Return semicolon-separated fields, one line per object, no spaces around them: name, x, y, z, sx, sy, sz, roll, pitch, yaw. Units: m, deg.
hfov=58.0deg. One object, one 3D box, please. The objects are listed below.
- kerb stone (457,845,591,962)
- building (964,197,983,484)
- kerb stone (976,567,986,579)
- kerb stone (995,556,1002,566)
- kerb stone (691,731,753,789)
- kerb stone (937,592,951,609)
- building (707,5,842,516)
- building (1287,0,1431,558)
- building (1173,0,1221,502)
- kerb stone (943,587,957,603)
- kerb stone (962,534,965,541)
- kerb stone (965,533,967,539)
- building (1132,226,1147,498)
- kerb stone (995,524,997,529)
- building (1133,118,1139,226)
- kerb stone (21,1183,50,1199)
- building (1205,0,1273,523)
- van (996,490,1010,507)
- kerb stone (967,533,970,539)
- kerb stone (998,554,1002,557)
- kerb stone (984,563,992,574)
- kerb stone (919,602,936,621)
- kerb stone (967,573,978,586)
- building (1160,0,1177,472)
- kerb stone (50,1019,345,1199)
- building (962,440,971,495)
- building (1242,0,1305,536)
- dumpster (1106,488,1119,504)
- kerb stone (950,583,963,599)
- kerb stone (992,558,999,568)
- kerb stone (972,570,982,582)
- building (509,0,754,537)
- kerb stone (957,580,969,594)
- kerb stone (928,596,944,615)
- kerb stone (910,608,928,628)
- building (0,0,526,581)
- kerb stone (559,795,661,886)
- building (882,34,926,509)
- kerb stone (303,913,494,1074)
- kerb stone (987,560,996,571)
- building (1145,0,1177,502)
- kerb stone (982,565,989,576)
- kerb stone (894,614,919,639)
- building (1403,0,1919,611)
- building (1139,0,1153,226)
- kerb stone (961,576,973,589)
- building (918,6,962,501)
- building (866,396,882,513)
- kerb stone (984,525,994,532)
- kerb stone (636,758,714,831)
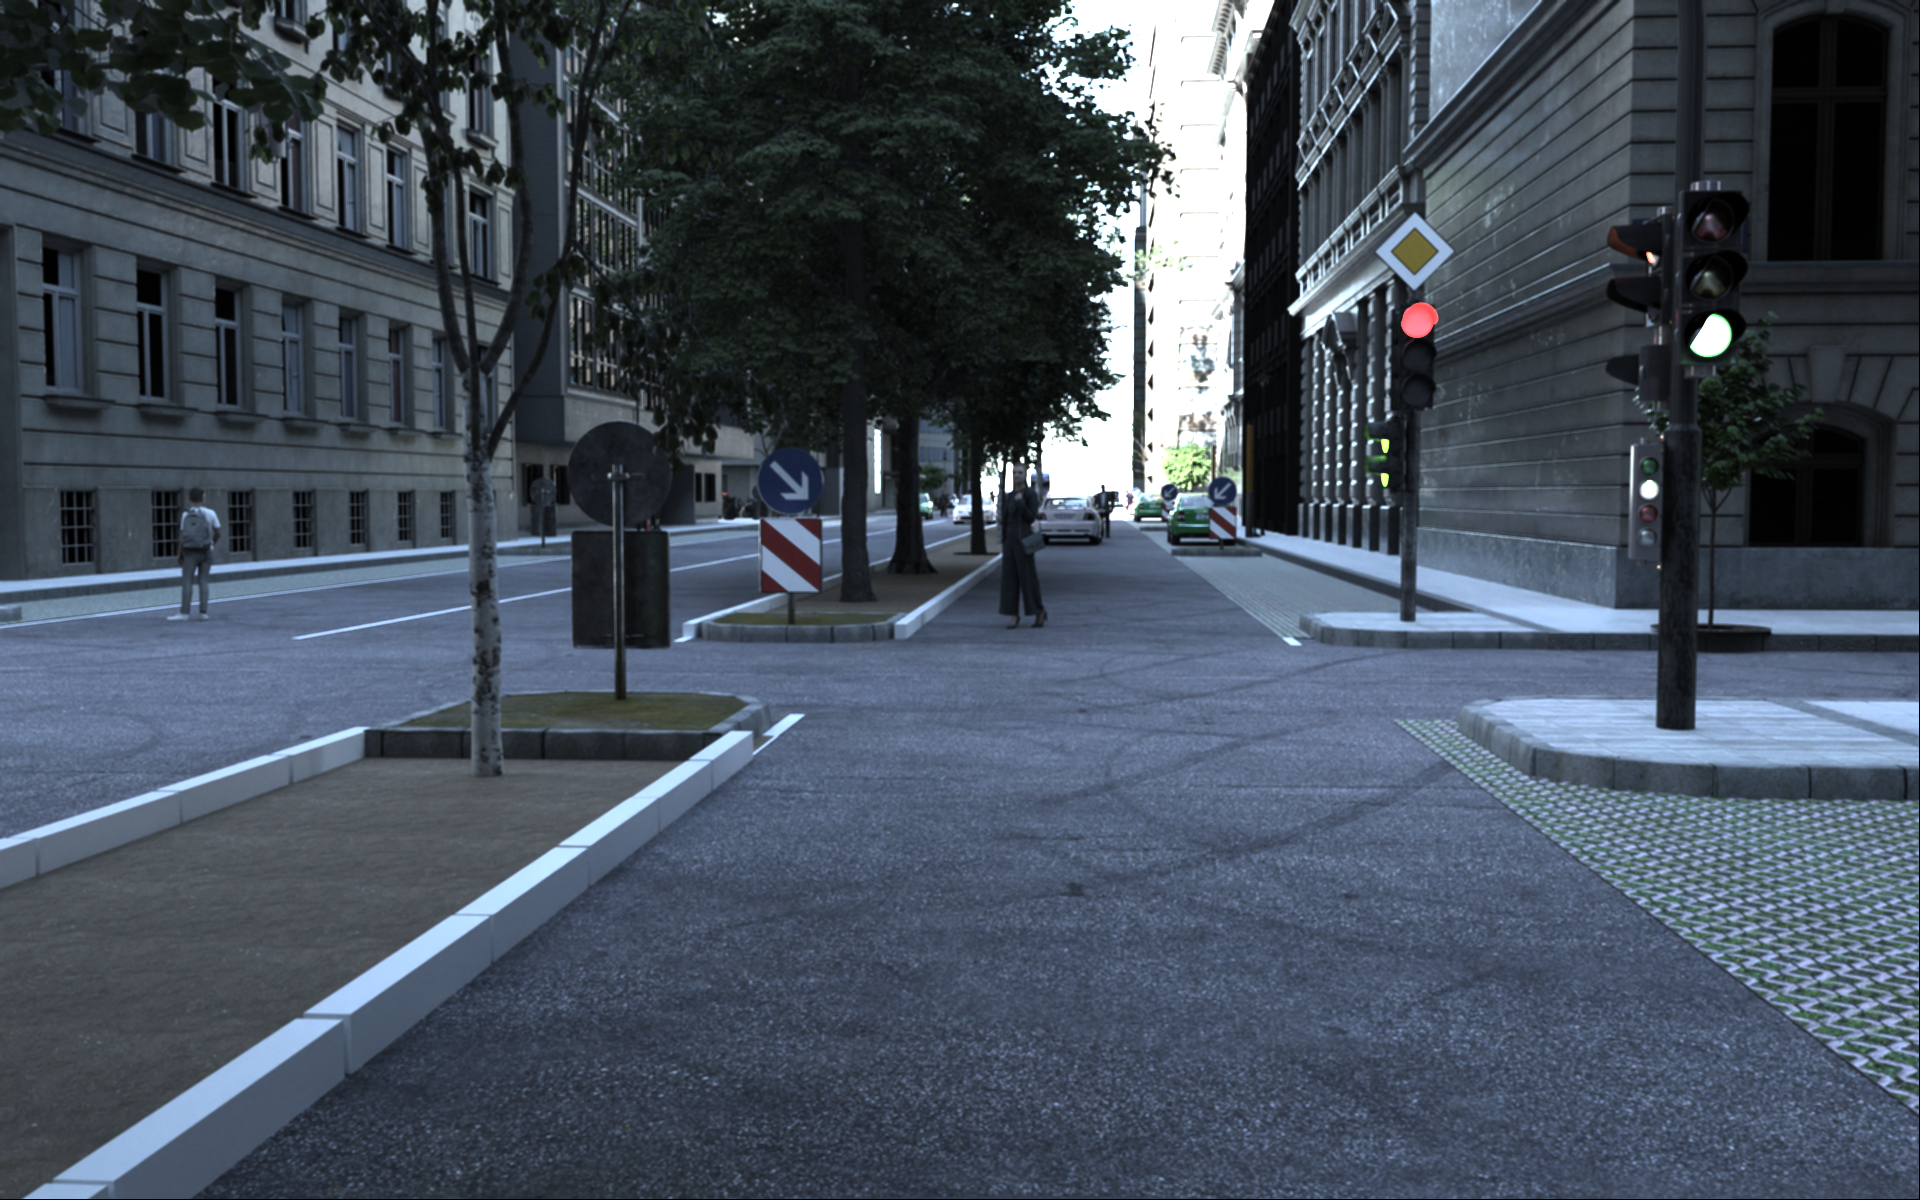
kerb stone;-1.449;1.006;5.800;0.120;0.150;1.000;0;4;4
building;-8.342;-35.453;234.285;22.147;44.769;28.867;0;4;4
kerb stone;0.295;-0.404;28.838;0.120;0.150;1.000;0;4;4
kerb stone;0.679;-0.716;33.945;0.120;0.150;1.000;0;4;4
kerb stone;-1.216;0.815;8.869;0.120;0.150;1.000;0;4;4
kerb stone;-0.247;0.031;21.692;0.120;0.150;1.000;0;4;4
building;-14.411;-20.196;101.912;14.160;30.474;14.107;0;4;4
building;14.263;-13.033;41.960;11.050;23.489;19.941;0;4;4
building;20.296;-25.886;106.837;14.154;41.232;14.086;0;4;4
kerb stone;-0.169;-0.032;22.711;0.120;0.150;1.000;0;4;4
kerb stone;-0.020;-1.848;52.508;0.120;0.150;1.000;0;4;4
kerb stone;0.056;-1.916;53.526;0.120;0.150;1.000;0;4;4
building;25.720;-25.445;187.727;14.160;30.474;14.107;0;4;4
kerb stone;1.298;-2.914;69.872;0.120;0.150;1.000;0;4;4
building;37.694;-39.548;235.851;28.713;52.752;27.495;0;4;4
kerb stone;-1.678;1.191;2.724;0.120;0.150;1.000;0;4;4
building;18.924;-17.886;79.819;14.401;28.519;23.554;0;4;4
van;4.847;-11.233;190.676;2.013;2.044;4.112;0;4;3
kerb stone;0.130;-1.979;54.548;0.120;0.150;1.000;0;4;4
kerb stone;0.762;-0.778;34.964;0.120;0.150;1.000;0;4;4
kerb stone;0.445;-0.518;30.877;0.120;0.150;1.000;0;4;4
kerb stone;-0.403;0.156;19.648;0.120;0.150;1.000;0;4;4
kerb stone;0.139;-0.281;26.791;0.120;0.150;1.000;0;4;4
building;27.308;-31.133;128.638;23.786;49.044;30.456;0;4;4
kerb stone;-1.605;1.132;3.748;0.120;0.150;1.000;0;4;4
building;-6.171;-26.981;212.839;14.160;30.474;14.107;0;4;4
building;16.813;-14.100;60.214;12.332;23.373;15.834;0;4;4
dumpster;21.867;-14.881;248.252;1.985;2.255;1.502;0;4;5
kerb stone;-0.095;-0.094;23.734;0.120;0.150;1.000;0;4;4
kerb stone;0.607;-0.655;32.926;0.120;0.150;1.000;0;4;4
kerb stone;0.216;-0.343;27.810;0.120;0.150;1.000;0;4;4
building;-17.412;-14.954;63.561;14.314;24.678;30.058;0;4;4
kerb stone;-0.007;-0.156;24.752;0.120;0.150;1.000;0;4;4
kerb stone;-0.325;0.093;20.672;0.120;0.150;1.000;0;4;4
kerb stone;-0.479;0.218;18.629;0.120;0.150;1.000;0;4;4
building;-20.497;-12.241;33.419;16.112;22.955;30.059;0;4;4
kerb stone;-1.371;0.940;6.822;0.120;0.150;1.000;0;4;4
building;-17.619;-34.513;153.523;28.713;52.752;27.495;0;4;4
kerb stone;-1.525;1.065;4.776;0.120;0.150;1.000;0;4;4
kerb stone;0.528;-0.594;31.900;0.120;0.150;1.000;0;4;4
building;27.846;-32.535;155.654;21.300;48.544;21.600;0;4;4
kerb stone;0.371;-0.469;29.857;0.120;0.150;1.000;0;4;4
kerb stone;-0.553;0.282;17.610;0.120;0.150;1.000;0;4;4
building;24.570;-12.435;22.405;34.723;24.649;14.460;0;4;4
building;31.950;-40.708;207.582;21.231;58.520;28.212;0;4;4
kerb stone;0.061;-0.219;25.772;0.120;0.150;1.000;0;4;4
building;-11.284;-39.706;191.188;21.231;58.520;28.212;0;4;4
building;-16.582;-49.558;122.940;22.319;86.520;31.000;0;4;4
kerb stone;1.139;-2.785;67.827;0.120;0.150;1.000;0;4;4
kerb stone;-1.294;0.881;7.847;0.120;0.150;1.000;0;4;4
